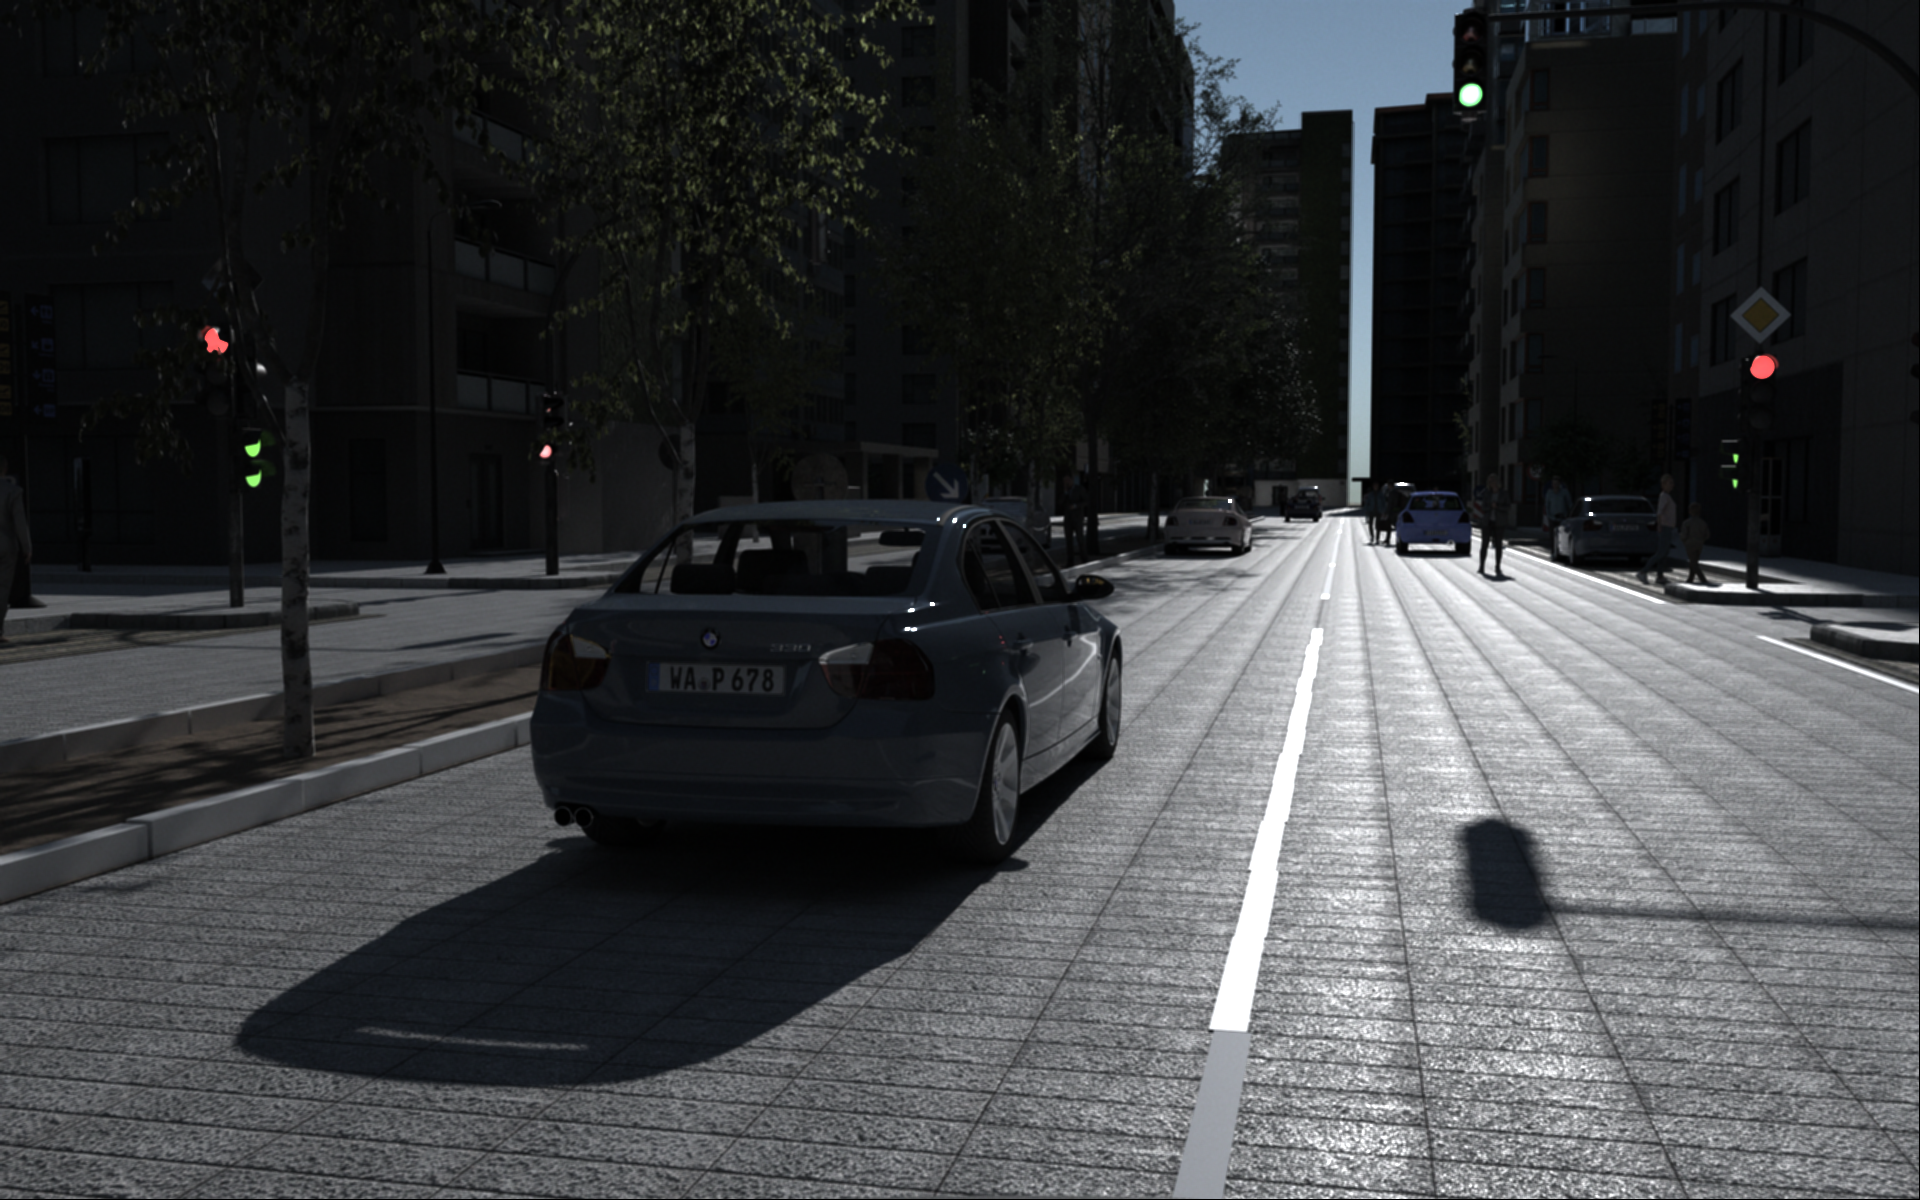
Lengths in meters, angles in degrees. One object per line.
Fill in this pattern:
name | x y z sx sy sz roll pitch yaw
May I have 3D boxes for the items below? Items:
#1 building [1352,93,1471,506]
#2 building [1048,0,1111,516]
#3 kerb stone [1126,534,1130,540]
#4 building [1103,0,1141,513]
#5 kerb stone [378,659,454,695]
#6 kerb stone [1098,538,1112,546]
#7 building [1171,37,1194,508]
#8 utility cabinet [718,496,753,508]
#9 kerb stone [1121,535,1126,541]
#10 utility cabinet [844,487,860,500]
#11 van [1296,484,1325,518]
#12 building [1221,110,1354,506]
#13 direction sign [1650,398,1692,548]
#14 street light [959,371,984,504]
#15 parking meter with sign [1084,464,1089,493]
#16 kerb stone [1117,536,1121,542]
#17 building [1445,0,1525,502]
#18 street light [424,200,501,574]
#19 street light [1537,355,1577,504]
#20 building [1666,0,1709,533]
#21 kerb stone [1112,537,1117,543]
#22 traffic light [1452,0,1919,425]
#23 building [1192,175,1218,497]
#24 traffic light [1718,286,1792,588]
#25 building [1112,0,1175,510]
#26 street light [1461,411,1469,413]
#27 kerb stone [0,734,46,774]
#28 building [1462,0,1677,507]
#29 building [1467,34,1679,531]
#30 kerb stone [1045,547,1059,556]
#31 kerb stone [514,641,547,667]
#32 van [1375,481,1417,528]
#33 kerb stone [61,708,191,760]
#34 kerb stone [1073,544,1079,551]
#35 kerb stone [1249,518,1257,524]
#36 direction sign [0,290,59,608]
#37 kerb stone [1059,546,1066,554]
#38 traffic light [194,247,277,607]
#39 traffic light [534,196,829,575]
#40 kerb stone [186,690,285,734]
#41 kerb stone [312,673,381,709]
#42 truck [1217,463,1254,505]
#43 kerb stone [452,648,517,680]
building | 57.607 -32.621 187.973 28.867 44.769 22.147 1 4 13
building | 1.677 -28.083 109.275 14.600 45.320 14.200 1 4 13
kerb stone | 5.030 -1.903 53.315 0.120 0.150 1.000 1 4 13
building | 2.742 -42.106 126.686 20.563 71.187 20.611 1 4 13
kerb stone | -4.055 0.577 12.766 0.120 0.150 1.000 1 4 13
kerb stone | 4.130 -1.655 49.317 0.120 0.150 1.000 1 4 13
building | 14.922 -31.715 168.645 14.200 45.320 14.600 1 4 13
utility cabinet | -6.485 -2.386 50.168 1.020 1.237 0.306 -1 4 -22
kerb stone | 4.807 -1.841 52.318 0.120 0.150 1.000 1 4 13
utility cabinet | -3.219 -2.541 50.218 0.318 1.500 1.173 1 4 17
van | 21.086 -5.983 104.837 2.013 2.044 4.112 1 4 11
building | 35.519 -30.914 189.042 14.086 41.232 14.154 1 4 13
direction sign | 16.860 -3.006 41.149 0.876 3.537 0.379 2 4 28
street light | 0.524 -5.673 65.287 1.470 5.913 1.316 1 4 13
parking meter with sign | 7.521 -6.307 99.375 0.543 3.016 1.738 0 4 -4
kerb stone | 4.580 -1.781 51.316 0.120 0.150 1.000 1 4 13
building | 55.544 -32.520 151.314 23.786 49.044 30.456 1 4 13
street light | -7.936 -3.370 27.648 1.470 5.913 1.316 1 4 13
street light | 19.931 -5.212 57.756 1.470 5.913 1.316 1 4 13
building | 28.619 -24.326 47.837 14.600 45.320 14.200 1 4 13
kerb stone | 4.363 -1.720 50.312 0.120 0.150 1.000 1 4 13
traffic light | 6.980 -2.530 16.041 4.771 5.953 1.251 1 4 13
building | 18.858 -31.187 201.786 23.993 40.220 32.217 1 4 13
traffic light | 10.787 -2.116 23.517 0.839 4.253 0.868 1 4 13
building | 6.566 -32.105 148.619 21.300 48.544 21.600 1 4 13
street light | 28.621 -7.584 96.540 1.470 5.913 1.316 1 4 13
kerb stone | -4.955 0.821 8.772 0.120 0.150 1.000 1 4 13
building | 48.080 -49.373 119.912 22.319 86.520 31.000 1 4 13
building | 38.228 -14.224 77.601 27.650 21.520 28.899 1 4 13
kerb stone | 2.107 -1.103 40.299 0.120 0.150 1.000 1 4 13
kerb stone | -3.607 0.455 14.760 0.120 0.150 1.000 1 4 13
van | 18.019 -3.938 71.406 2.013 2.044 4.112 1 4 11
kerb stone | -4.732 0.760 9.770 0.120 0.150 1.000 1 4 13
kerb stone | 2.779 -1.291 43.305 0.120 0.150 1.000 1 4 13
kerb stone | 14.702 -3.956 86.872 0.120 0.150 1.000 1 4 13
direction sign | -10.541 -1.681 19.486 0.379 3.537 0.876 2 4 26
kerb stone | 2.333 -1.168 41.296 0.120 0.150 1.000 1 4 13
traffic light | -8.198 -1.874 19.557 0.839 4.253 0.868 1 4 13
traffic light | -4.391 -3.196 26.927 4.771 5.953 1.251 1 4 13
kerb stone | -4.507 0.699 10.772 0.120 0.150 1.000 1 4 13
kerb stone | -4.281 0.641 11.769 0.120 0.150 1.000 1 4 13
truck | 23.455 -9.713 147.715 2.839 4.237 11.283 1 4 14
kerb stone | -3.828 0.518 13.762 0.120 0.150 1.000 1 4 13
